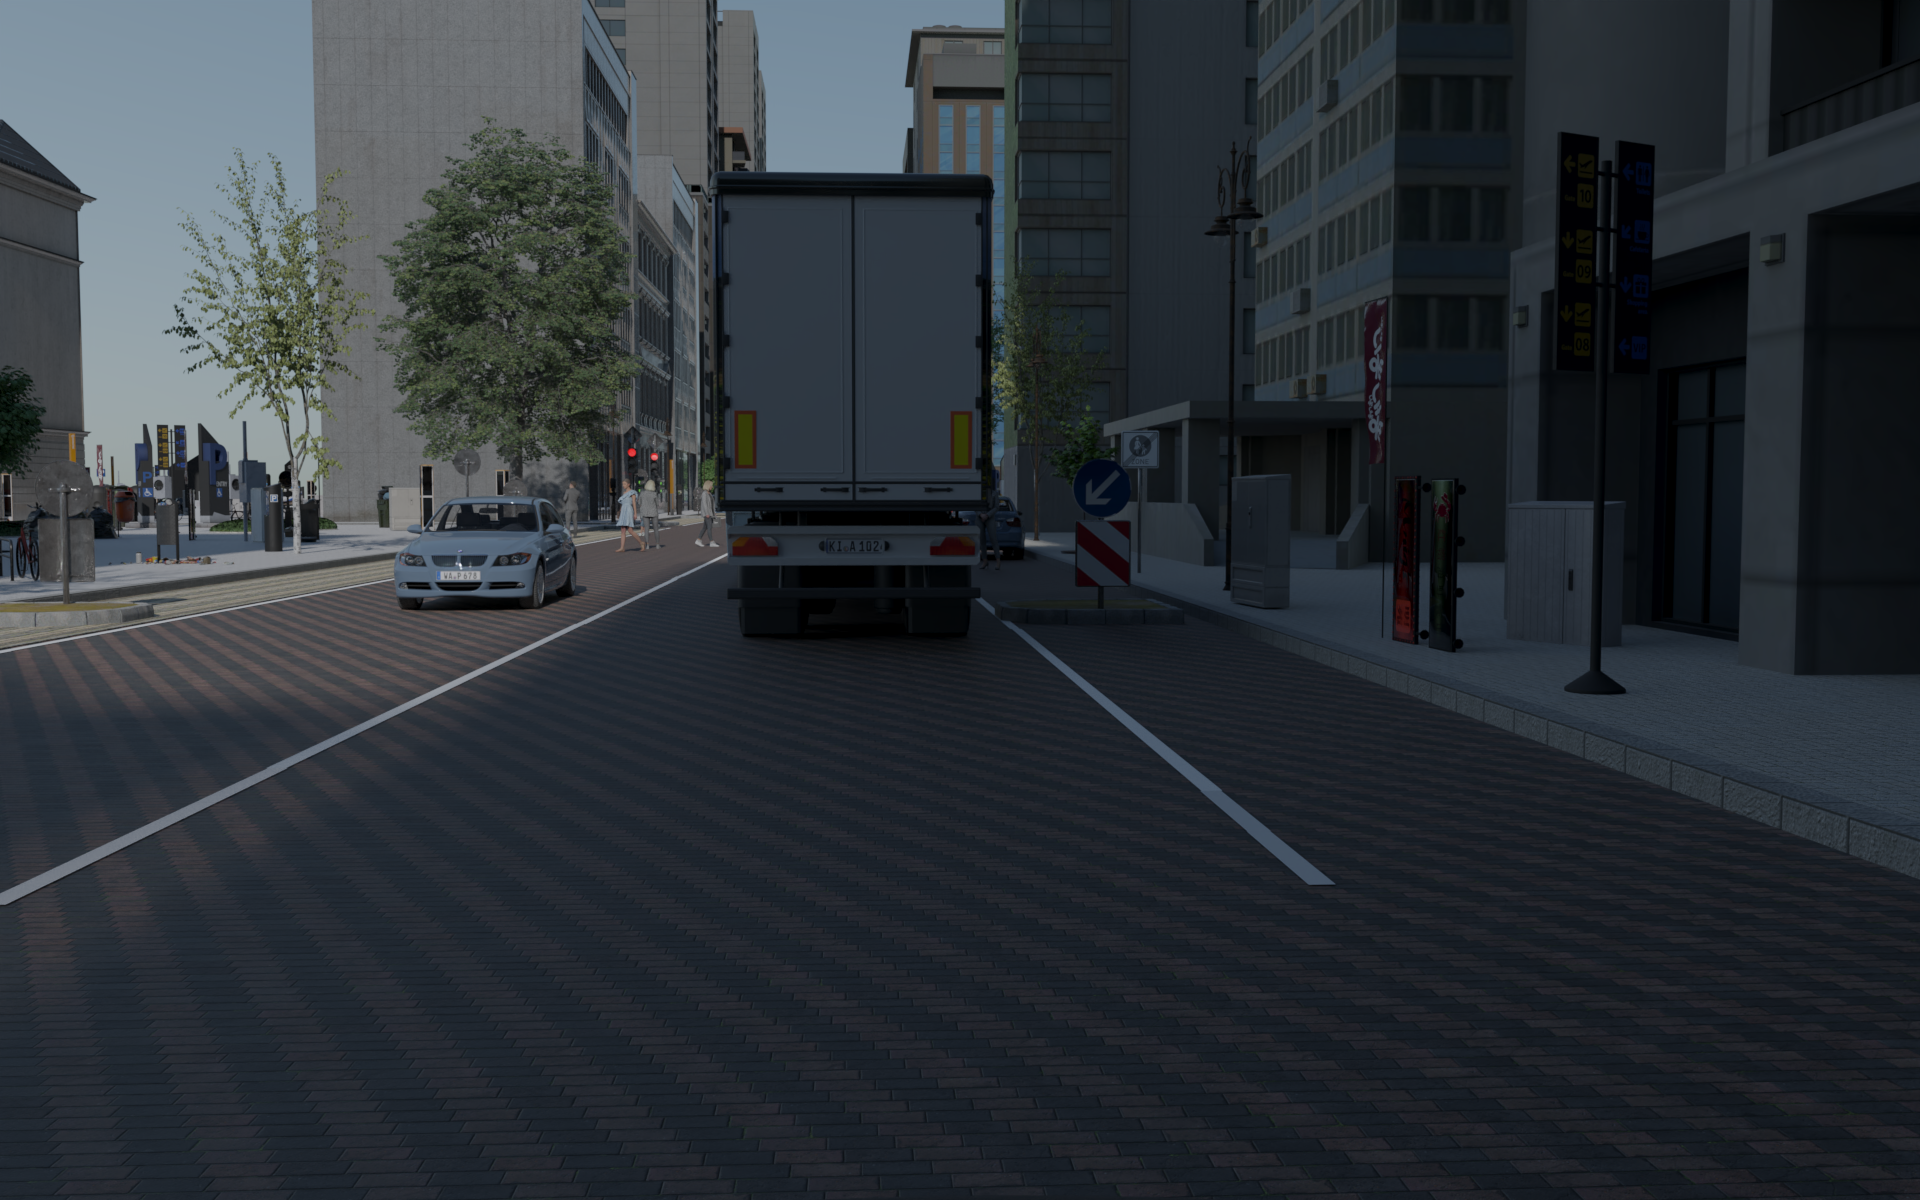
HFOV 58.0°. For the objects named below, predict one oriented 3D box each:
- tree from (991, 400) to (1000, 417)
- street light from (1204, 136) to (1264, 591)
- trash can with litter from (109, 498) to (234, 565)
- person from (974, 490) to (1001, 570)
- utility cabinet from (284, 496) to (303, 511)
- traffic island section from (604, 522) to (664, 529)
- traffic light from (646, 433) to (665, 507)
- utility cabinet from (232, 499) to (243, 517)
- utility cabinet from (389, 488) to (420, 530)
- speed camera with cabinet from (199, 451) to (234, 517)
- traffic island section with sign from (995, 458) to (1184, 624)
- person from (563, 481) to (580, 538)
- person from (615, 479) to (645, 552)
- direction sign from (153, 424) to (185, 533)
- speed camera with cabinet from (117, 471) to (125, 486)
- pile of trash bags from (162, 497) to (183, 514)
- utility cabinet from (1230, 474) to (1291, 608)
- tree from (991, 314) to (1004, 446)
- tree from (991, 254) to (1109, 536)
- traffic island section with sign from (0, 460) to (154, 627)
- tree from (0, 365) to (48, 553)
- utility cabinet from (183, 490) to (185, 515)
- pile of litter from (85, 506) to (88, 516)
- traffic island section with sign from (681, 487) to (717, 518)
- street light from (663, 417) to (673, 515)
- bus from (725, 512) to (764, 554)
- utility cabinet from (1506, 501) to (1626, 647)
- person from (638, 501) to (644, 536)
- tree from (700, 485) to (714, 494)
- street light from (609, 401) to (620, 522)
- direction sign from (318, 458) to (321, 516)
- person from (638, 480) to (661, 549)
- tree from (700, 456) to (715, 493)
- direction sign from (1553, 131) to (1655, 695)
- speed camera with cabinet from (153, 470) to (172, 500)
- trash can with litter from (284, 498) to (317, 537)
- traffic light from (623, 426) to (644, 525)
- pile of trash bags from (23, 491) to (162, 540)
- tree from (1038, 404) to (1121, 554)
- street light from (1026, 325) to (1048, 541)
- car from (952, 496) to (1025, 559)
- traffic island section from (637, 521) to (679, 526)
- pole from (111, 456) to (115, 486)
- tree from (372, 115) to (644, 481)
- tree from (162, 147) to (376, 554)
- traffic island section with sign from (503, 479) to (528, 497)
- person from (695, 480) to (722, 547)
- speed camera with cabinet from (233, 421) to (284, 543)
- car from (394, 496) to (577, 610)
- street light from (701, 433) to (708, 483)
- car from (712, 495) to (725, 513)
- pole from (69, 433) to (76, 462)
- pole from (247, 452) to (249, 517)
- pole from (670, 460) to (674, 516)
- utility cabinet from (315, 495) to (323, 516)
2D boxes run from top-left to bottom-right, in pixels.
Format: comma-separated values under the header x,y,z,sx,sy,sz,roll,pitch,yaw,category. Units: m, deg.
x,y,z,sx,sy,sz,roll,pitch,yaw,category
-1.971,-12.241,117.148,9.611,12.733,9.660,0,3,0,tree
3.586,-3.063,22.869,0.468,5.910,1.993,0,4,-3,street light
-14.369,-1.269,31.810,2.233,1.210,1.678,2,4,26,trash can with litter
0.511,-1.479,32.963,0.520,1.790,0.573,0,4,-1,person
-34.917,-4.870,90.784,1.020,1.237,0.306,1,4,21,utility cabinet
-13.462,-3.001,71.351,2.009,0.180,2.903,0,4,-3,traffic island section
-13.911,-5.521,79.189,0.839,4.253,0.868,0,4,-3,traffic light
-40.638,-5.279,97.467,1.020,1.237,0.306,-1,4,-13,utility cabinet
-19.336,-3.177,60.621,1.173,1.500,0.318,-2,4,-35,utility cabinet
-34.047,-5.221,79.705,0.660,3.252,2.038,1,4,22,speed camera with cabinet
1.428,-0.697,20.020,1.989,1.847,2.006,0,4,-3,traffic island section with sign
-12.630,-2.920,56.044,0.447,1.846,0.655,3,5,43,person
-8.198,-2.092,42.797,0.778,1.811,0.616,-3,4,-38,person
-25.761,-3.955,56.658,0.876,3.537,0.379,-3,5,-39,direction sign
-70.444,-9.256,145.671,0.660,3.252,2.038,-2,4,-33,speed camera with cabinet
-51.296,-6.192,110.996,3.447,1.369,1.912,1,4,12,pile of trash bags
3.412,-0.678,19.767,0.318,1.500,1.173,-1,4,-10,utility cabinet
-0.135,-10.182,92.236,9.928,11.665,9.643,0,3,0,tree
2.406,-6.276,52.972,4.737,8.622,4.395,0,3,0,tree
-10.287,-0.663,19.472,1.989,1.847,2.006,0,4,-3,traffic island section with sign
-21.588,-3.303,37.712,4.285,4.588,4.351,0,3,0,tree
-46.983,-5.937,105.748,0.318,1.500,1.173,0,4,5,utility cabinet
-41.743,-4.259,83.596,1.176,0.858,1.719,1,4,20,pile of litter
-15.353,-5.707,101.938,1.989,1.847,2.006,0,4,-3,traffic island section with sign
-17.563,-8.039,104.223,0.468,5.910,1.993,0,4,-3,street light
-2.647,-2.343,33.166,2.948,3.499,13.247,0,4,-3,bus
5.205,-0.231,14.941,0.306,1.237,1.020,-2,4,-31,utility cabinet
-10.849,-2.813,59.175,0.352,1.250,0.332,1,4,22,person
-21.281,-9.424,148.688,1.663,3.219,1.824,0,3,0,tree
-15.927,-6.538,79.686,0.468,5.910,1.993,0,4,-3,street light
-30.958,-5.606,83.657,0.379,3.537,0.876,-1,4,-20,direction sign
-8.145,-2.246,45.408,0.537,1.800,0.526,0,4,7,person
-20.502,-9.824,144.330,4.285,4.588,4.351,0,3,0,tree
4.122,-1.171,11.137,0.876,3.537,0.379,-2,4,-30,direction sign
-40.855,-5.690,87.374,2.038,3.252,0.660,1,4,12,speed camera with cabinet
-19.649,-2.457,51.554,1.055,1.170,0.624,-1,4,-16,trash can with litter
-13.422,-5.034,71.219,0.839,4.253,0.868,0,4,-3,traffic light
-25.111,-2.453,49.851,1.912,1.369,3.447,1,4,17,pile of trash bags
2.766,-2.609,37.261,1.663,3.219,1.824,0,3,0,tree
2.098,-4.565,47.420,0.468,5.910,1.993,0,4,-3,street light
0.469,-1.673,39.349,2.014,1.417,4.499,0,4,-3,car
-13.952,-3.489,79.321,2.009,0.180,2.903,0,4,-3,traffic island section
-45.607,-6.080,93.257,0.158,3.312,0.155,0,3,0,pole
-15.471,-9.397,60.295,9.857,13.997,8.962,0,3,0,tree
-14.313,-5.282,36.730,4.737,8.622,4.395,0,3,0,tree
-11.943,-2.309,46.378,1.989,1.847,2.006,0,4,-3,traffic island section with sign
-6.887,-2.365,47.350,0.728,1.800,0.709,1,4,14,person
-18.777,-3.191,46.504,0.660,3.252,2.038,-3,4,-38,speed camera with cabinet
-6.207,-0.676,23.063,2.014,1.417,4.499,0,4,-4,car
-18.988,-9.526,128.535,0.468,5.910,1.993,0,4,-3,street light
-15.951,-6.333,115.548,2.014,1.417,4.499,0,4,-5,car
-29.838,-3.942,58.289,0.158,3.312,0.155,0,3,0,pole
-34.624,-5.514,84.002,0.158,3.312,0.155,0,3,0,pole
-17.137,-6.676,103.004,0.158,3.312,0.155,0,3,0,pole
-38.220,-5.624,103.106,1.020,1.237,0.306,-2,4,-24,utility cabinet
